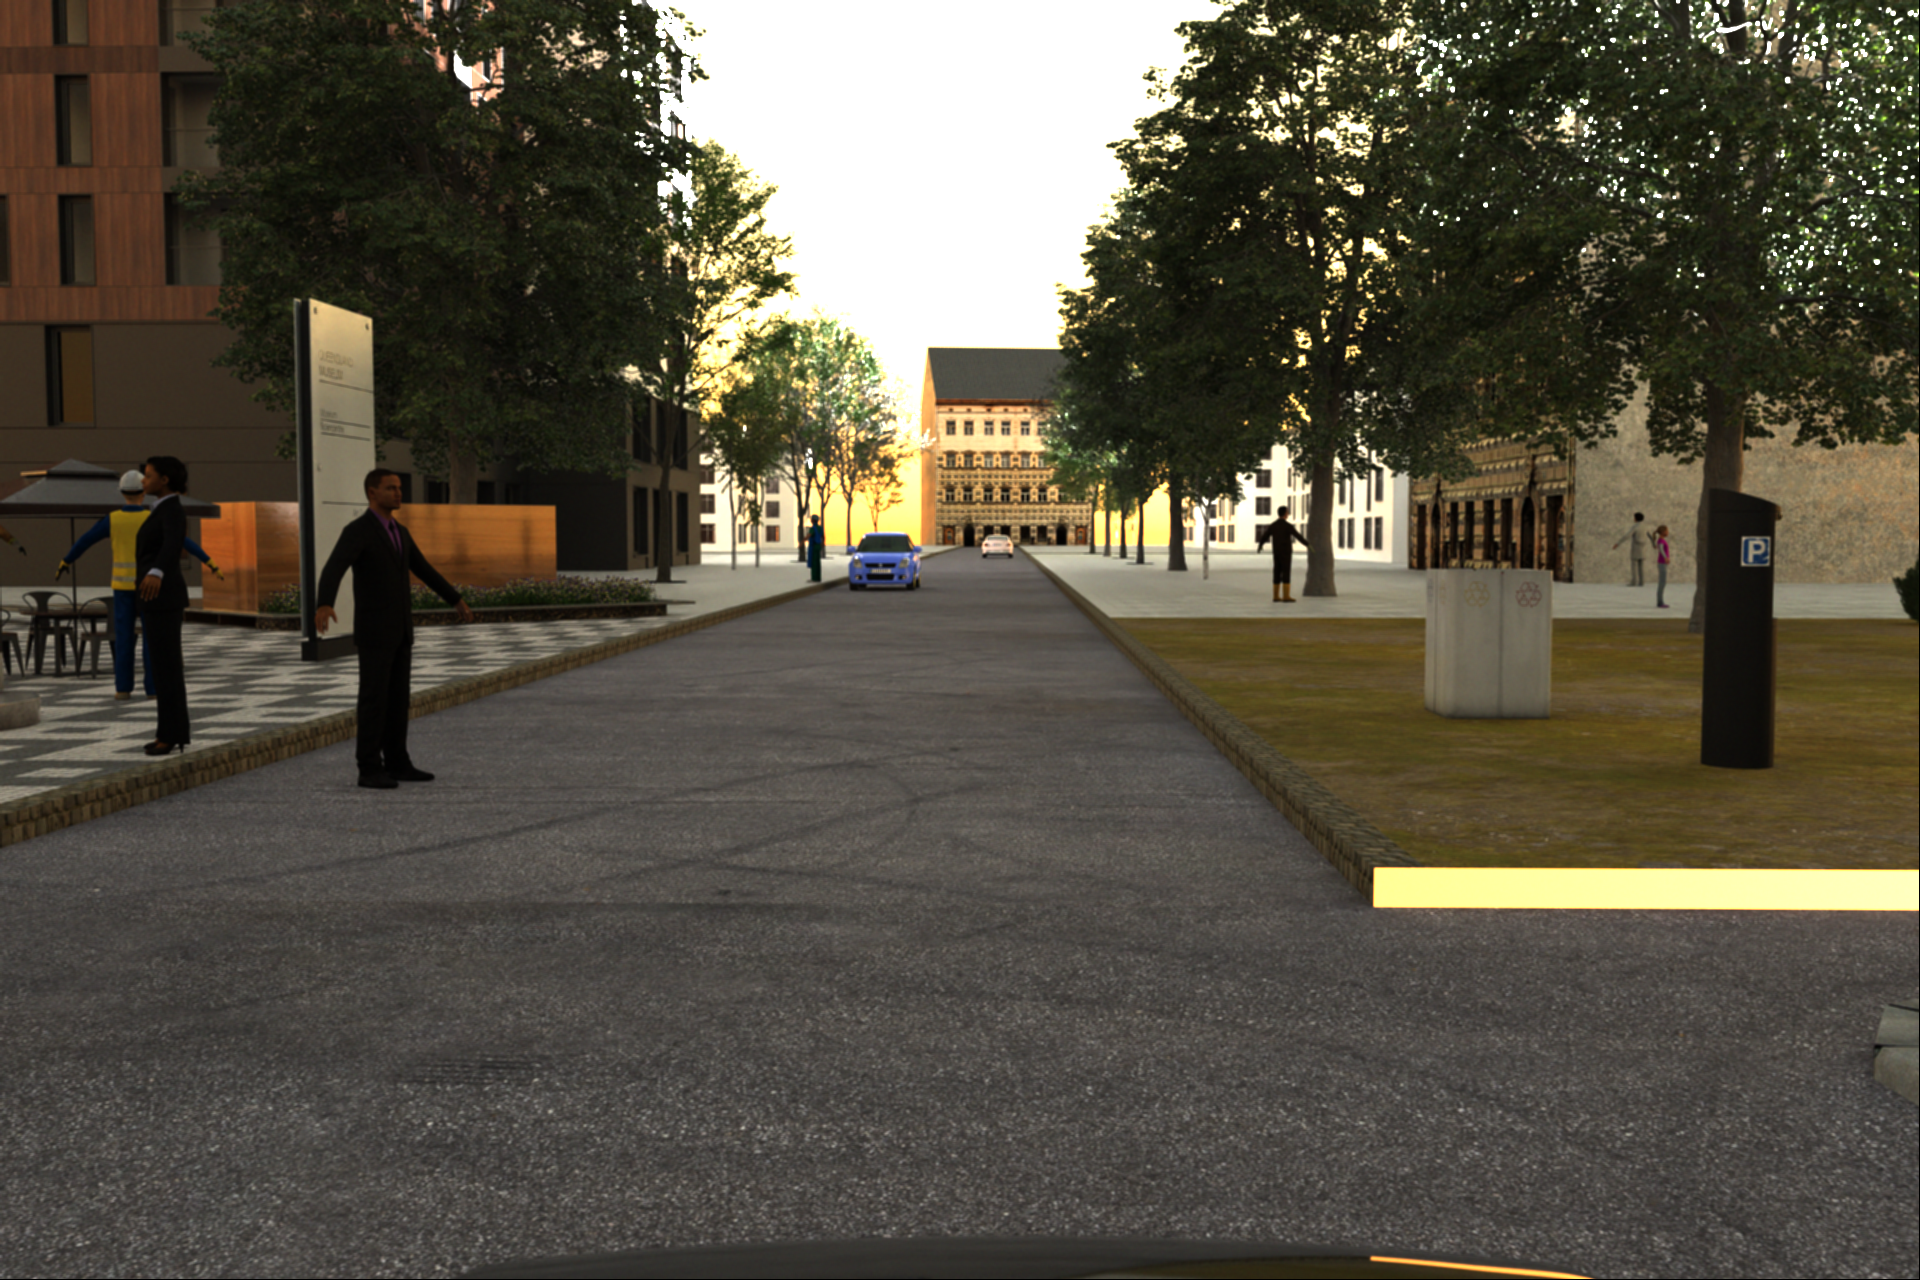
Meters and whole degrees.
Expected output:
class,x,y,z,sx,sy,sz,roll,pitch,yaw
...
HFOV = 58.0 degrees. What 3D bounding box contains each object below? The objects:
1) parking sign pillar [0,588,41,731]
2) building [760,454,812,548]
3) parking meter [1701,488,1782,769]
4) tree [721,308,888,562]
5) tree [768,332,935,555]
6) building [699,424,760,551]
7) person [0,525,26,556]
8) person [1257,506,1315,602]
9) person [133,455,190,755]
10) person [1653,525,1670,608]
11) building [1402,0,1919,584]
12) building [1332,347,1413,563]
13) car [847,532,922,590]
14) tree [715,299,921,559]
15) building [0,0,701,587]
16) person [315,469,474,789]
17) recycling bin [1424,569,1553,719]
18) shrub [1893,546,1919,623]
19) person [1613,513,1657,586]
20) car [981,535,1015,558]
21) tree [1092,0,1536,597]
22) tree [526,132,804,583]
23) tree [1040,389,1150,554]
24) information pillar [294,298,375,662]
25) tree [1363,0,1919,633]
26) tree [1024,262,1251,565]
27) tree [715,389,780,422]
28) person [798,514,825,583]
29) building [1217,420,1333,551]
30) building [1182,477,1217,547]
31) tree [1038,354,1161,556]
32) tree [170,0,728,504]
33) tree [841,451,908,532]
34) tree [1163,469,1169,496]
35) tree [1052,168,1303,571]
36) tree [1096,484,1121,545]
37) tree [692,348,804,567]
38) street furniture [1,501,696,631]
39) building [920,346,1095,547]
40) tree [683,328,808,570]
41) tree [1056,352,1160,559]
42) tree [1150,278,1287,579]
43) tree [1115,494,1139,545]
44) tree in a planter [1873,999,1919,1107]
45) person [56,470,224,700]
class,x,y,z,sx,sy,sz,roll,pitch,yaw
parking sign pillar,-6.920,-1.401,11.383,1.447,3.967,1.447,0,4,2
building,-19.256,-14.153,173.541,9.099,9.664,28.070,0,4,2
parking meter,4.322,-0.072,9.589,0.372,1.533,0.369,0,3,0
tree,-7.115,-9.356,78.722,9.928,11.665,9.643,0,3,0
tree,-6.708,-11.846,104.058,12.009,13.543,11.850,0,3,0
building,-21.004,-12.339,143.887,9.099,9.664,28.070,0,4,1
person,-17.197,-1.513,30.500,1.354,1.858,0.705,-1,4,-22
person,6.109,-1.626,32.722,0.704,1.812,1.346,-3,5,-41
person,-4.737,-0.209,10.132,0.721,1.740,1.216,-2,4,-27
person,12.331,-1.282,30.235,0.599,1.433,0.991,1,4,23
building,25.366,-13.595,53.212,19.493,23.208,18.063,0,4,2
building,23.720,-8.251,77.048,9.099,9.664,28.070,0,4,1
car,-1.942,-2.179,45.225,1.945,1.707,3.694,0,4,2
tree,-7.146,-10.992,90.096,12.009,13.543,11.850,0,3,0
building,-25.526,-13.078,57.795,27.936,21.610,32.646,0,4,2
person,-3.267,-0.075,9.903,0.704,1.802,1.346,1,4,19
recycling bin,3.752,0.014,12.332,0.722,1.027,0.722,0,4,2
shrub,13.838,-0.826,24.616,1.383,1.207,1.383,0,3,0
person,16.642,-2.225,42.573,1.347,1.806,0.705,-1,4,-23
car,2.279,-5.662,104.942,2.083,1.381,4.827,0,4,1
tree,7.530,-7.876,35.422,9.857,13.997,8.962,0,3,0
tree,-7.644,-7.304,45.170,9.928,11.665,9.643,0,3,0
tree,8.683,-11.338,111.139,9.928,11.665,9.643,0,3,0
information pillar,-6.506,-1.640,18.129,0.184,3.620,1.656,0,4,2
tree,9.946,-7.067,22.198,9.857,13.997,8.962,0,3,0
tree,7.788,-9.963,73.265,12.009,13.543,11.850,0,3,0
tree,-22.134,-21.131,201.378,12.611,20.169,13.585,0,3,0
person,-3.869,-2.433,45.902,0.704,1.817,1.347,2,4,25
building,26.889,-12.099,139.962,9.099,9.664,28.070,0,4,1
building,27.920,-14.120,173.005,9.099,9.664,28.070,0,4,2
tree,8.385,-11.089,99.426,7.486,12.596,7.792,0,3,0
tree,-8.783,-7.572,30.451,9.857,13.997,8.962,0,3,0
tree,-10.068,-17.013,203.913,9.928,11.665,9.643,0,3,0
tree,28.379,-17.963,200.353,9.857,13.997,8.962,0,3,0
tree,7.617,-9.393,60.238,9.857,13.997,8.962,0,3,0
tree,18.053,-15.394,202.059,4.737,8.622,4.395,0,3,0
tree,-8.077,-7.128,66.902,4.737,8.622,4.395,0,3,0
street furniture,-7.945,-1.218,26.762,9.812,1.723,11.010,3,5,45
building,5.198,-22.598,202.855,18.063,23.208,19.493,0,4,-6
tree,-8.276,-6.801,61.554,4.360,8.622,3.978,0,3,0
tree,8.707,-10.087,90.680,9.928,11.665,9.643,0,3,0
tree,6.769,-6.014,48.698,4.360,8.622,3.978,0,3,0
tree,19.586,-15.104,197.311,4.737,8.622,4.395,0,3,0
tree in a planter,3.388,-0.418,4.054,1.991,3.239,1.994,0,4,1
person,-6.405,-0.432,13.522,1.216,1.772,0.721,-1,4,-12
